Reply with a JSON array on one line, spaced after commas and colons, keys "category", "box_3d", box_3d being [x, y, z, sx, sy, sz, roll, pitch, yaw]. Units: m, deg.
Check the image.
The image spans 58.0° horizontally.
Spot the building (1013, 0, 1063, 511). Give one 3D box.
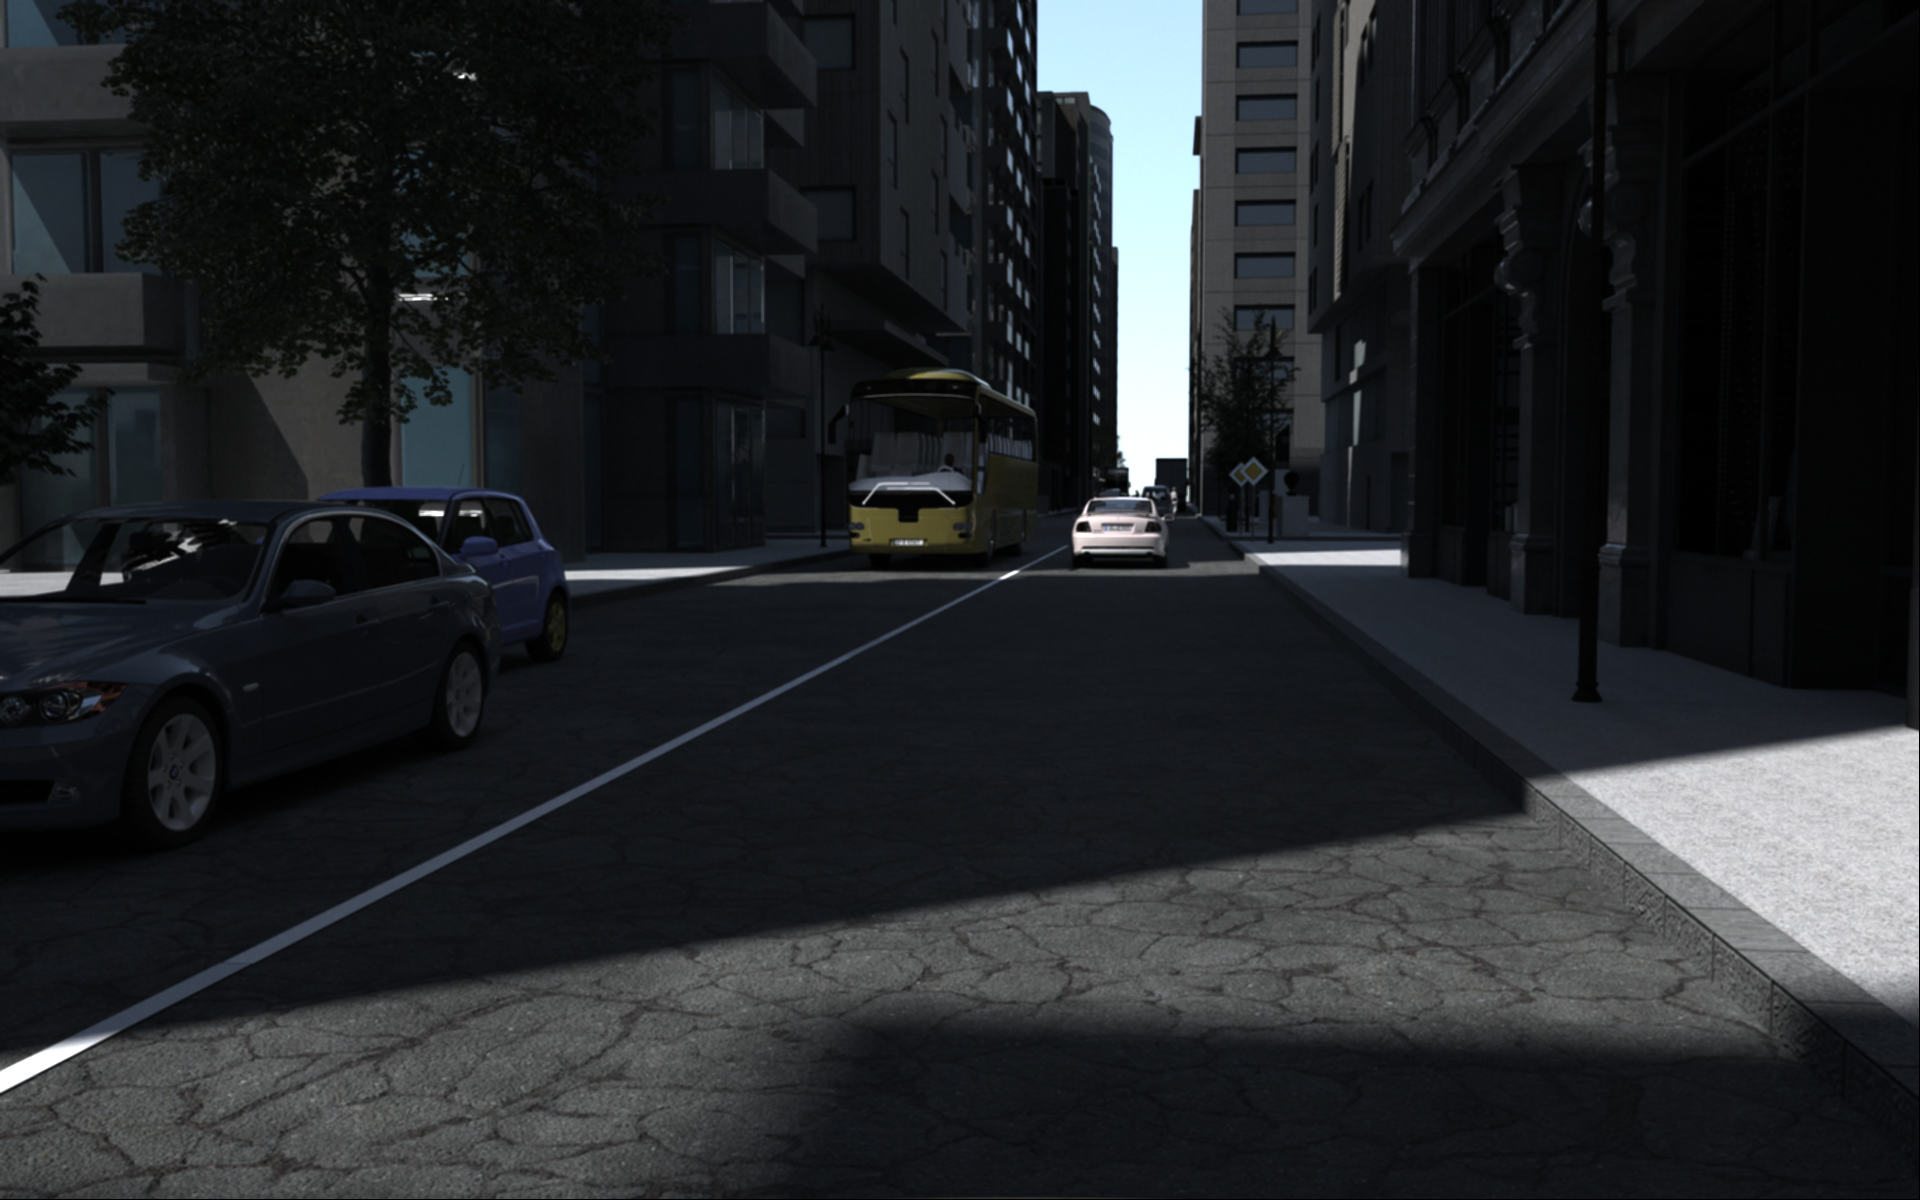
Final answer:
[{"category": "building", "box_3d": [-2.084, -42.918, 139.958, 20.563, 71.187, 20.611, 0, 4, 7]}]

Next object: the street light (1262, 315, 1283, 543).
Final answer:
[{"category": "street light", "box_3d": [8.077, -4.408, 44.856, 0.468, 5.910, 1.993, 0, 4, 7]}]

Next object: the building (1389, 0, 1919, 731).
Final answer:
[{"category": "building", "box_3d": [11.191, -10.639, 24.858, 10.553, 20.767, 40.483, 0, 4, 7]}]

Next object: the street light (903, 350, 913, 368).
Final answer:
[{"category": "street light", "box_3d": [-1.659, -5.054, 55.422, 0.468, 5.910, 1.993, 0, 4, 7]}]

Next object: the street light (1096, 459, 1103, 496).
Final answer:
[{"category": "street light", "box_3d": [15.914, -13.897, 199.997, 0.468, 5.910, 1.993, 0, 4, 7]}]

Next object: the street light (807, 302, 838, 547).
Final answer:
[{"category": "street light", "box_3d": [-3.317, -4.225, 41.861, 0.468, 5.910, 1.993, 0, 4, 7]}]

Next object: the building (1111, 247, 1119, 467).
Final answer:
[{"category": "building", "box_3d": [18.184, -36.421, 279.074, 14.154, 41.232, 14.086, 0, 4, 7]}]

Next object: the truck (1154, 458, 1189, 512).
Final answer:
[{"category": "truck", "box_3d": [17.116, -9.253, 140.198, 2.839, 4.237, 11.283, 0, 4, 7]}]

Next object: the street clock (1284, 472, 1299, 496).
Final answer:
[{"category": "street clock", "box_3d": [10.744, -3.156, 56.165, 0.471, 2.002, 0.358, 0, 4, 0]}]

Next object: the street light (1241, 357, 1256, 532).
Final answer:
[{"category": "street light", "box_3d": [9.741, -5.249, 58.605, 0.468, 5.910, 1.993, 0, 4, 7]}]

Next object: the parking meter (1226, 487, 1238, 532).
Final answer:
[{"category": "parking meter", "box_3d": [9.266, -3.093, 58.979, 0.372, 1.533, 0.369, 0, 3, 0]}]

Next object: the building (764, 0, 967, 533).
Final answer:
[{"category": "building", "box_3d": [-14.274, -29.327, 68.741, 28.713, 52.752, 27.495, 0, 4, 7]}]

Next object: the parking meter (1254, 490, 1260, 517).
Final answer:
[{"category": "parking meter", "box_3d": [16.416, -5.345, 95.795, 0.372, 1.533, 0.369, 0, 3, 0]}]

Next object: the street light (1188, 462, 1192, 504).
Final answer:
[{"category": "street light", "box_3d": [27.484, -14.144, 204.036, 0.468, 5.910, 1.993, 0, 4, 7]}]

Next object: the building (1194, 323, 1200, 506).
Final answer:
[{"category": "building", "box_3d": [39.626, -20.992, 188.253, 27.650, 21.520, 28.899, 0, 4, 7]}]

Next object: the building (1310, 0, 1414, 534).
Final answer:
[{"category": "building", "box_3d": [27.240, -29.033, 63.929, 27.495, 52.752, 28.713, 0, 4, 7]}]

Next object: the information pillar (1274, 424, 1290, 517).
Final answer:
[{"category": "information pillar", "box_3d": [10.709, -4.046, 57.506, 0.504, 3.616, 0.183, 1, 4, 9]}]

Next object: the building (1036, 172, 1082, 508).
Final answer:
[{"category": "building", "box_3d": [3.733, -23.636, 158.150, 14.160, 30.474, 14.107, 0, 4, 7]}]

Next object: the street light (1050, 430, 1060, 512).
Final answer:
[{"category": "street light", "box_3d": [6.718, -9.293, 124.735, 0.468, 5.910, 1.993, 0, 4, 7]}]

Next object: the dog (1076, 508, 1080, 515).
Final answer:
[{"category": "dog", "box_3d": [8.053, -6.049, 118.185, 0.406, 0.507, 0.540, -2, 4, -28]}]

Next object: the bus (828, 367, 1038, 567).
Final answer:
[{"category": "bus", "box_3d": [-0.137, -2.795, 37.242, 2.896, 3.916, 12.252, 0, 4, 8]}]

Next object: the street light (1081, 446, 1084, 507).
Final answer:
[{"category": "street light", "box_3d": [11.701, -11.800, 165.715, 0.468, 5.910, 1.993, 0, 4, 7]}]

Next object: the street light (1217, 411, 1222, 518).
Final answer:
[{"category": "street light", "box_3d": [13.983, -7.371, 93.310, 0.468, 5.910, 1.993, 0, 4, 7]}]

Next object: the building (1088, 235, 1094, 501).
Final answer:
[{"category": "building", "box_3d": [7.056, -25.345, 186.095, 14.160, 30.474, 14.107, 0, 4, 7]}]

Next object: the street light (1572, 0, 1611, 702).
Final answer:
[{"category": "street light", "box_3d": [3.891, -2.311, 10.571, 0.468, 5.910, 1.993, 0, 4, 7]}]

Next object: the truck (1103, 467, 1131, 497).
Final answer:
[{"category": "truck", "box_3d": [16.680, -11.925, 183.889, 2.839, 4.237, 11.283, 0, 4, 5]}]

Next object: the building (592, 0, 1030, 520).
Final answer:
[{"category": "building", "box_3d": [-7.214, -30.152, 112.594, 23.786, 49.044, 30.456, 0, 4, 7]}]

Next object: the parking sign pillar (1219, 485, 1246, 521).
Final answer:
[{"category": "parking sign pillar", "box_3d": [12.978, -5.699, 81.644, 1.447, 3.967, 1.447, 1, 4, 18]}]

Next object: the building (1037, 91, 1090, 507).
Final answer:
[{"category": "building", "box_3d": [5.505, -29.859, 171.781, 14.154, 41.232, 14.086, 0, 4, 7]}]

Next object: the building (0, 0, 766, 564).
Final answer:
[{"category": "building", "box_3d": [-19.138, -25.582, 37.880, 30.456, 49.044, 23.786, 0, 4, 7]}]

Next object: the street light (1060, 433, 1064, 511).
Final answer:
[{"category": "street light", "box_3d": [7.616, -9.702, 131.417, 0.468, 5.910, 1.993, 0, 4, 7]}]

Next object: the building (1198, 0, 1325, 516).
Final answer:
[{"category": "building", "box_3d": [26.278, -34.885, 112.369, 21.231, 58.520, 28.212, 0, 4, 7]}]

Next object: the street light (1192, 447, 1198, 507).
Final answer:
[{"category": "street light", "box_3d": [23.258, -12.047, 169.755, 0.468, 5.910, 1.993, 0, 4, 7]}]
